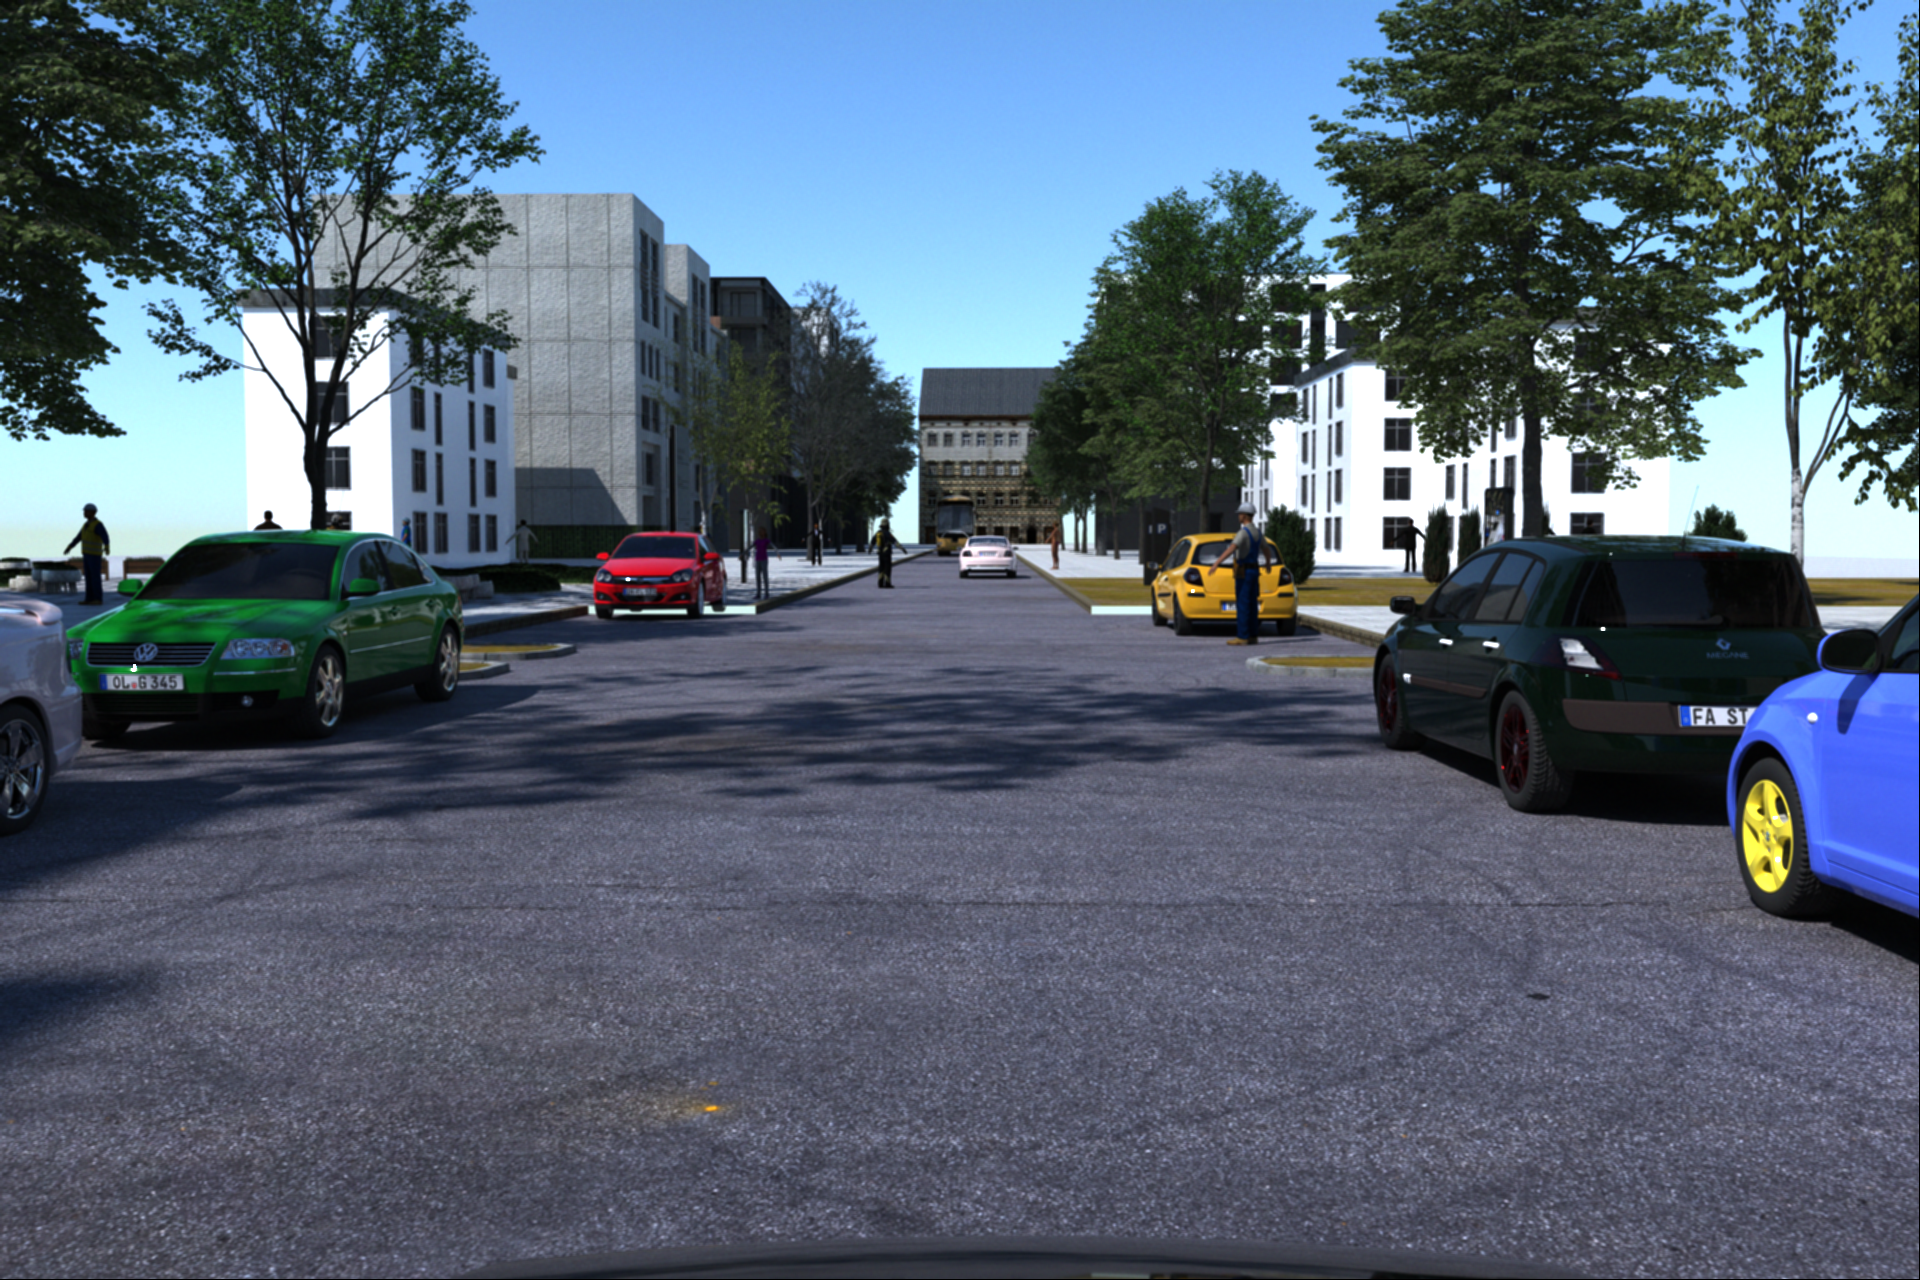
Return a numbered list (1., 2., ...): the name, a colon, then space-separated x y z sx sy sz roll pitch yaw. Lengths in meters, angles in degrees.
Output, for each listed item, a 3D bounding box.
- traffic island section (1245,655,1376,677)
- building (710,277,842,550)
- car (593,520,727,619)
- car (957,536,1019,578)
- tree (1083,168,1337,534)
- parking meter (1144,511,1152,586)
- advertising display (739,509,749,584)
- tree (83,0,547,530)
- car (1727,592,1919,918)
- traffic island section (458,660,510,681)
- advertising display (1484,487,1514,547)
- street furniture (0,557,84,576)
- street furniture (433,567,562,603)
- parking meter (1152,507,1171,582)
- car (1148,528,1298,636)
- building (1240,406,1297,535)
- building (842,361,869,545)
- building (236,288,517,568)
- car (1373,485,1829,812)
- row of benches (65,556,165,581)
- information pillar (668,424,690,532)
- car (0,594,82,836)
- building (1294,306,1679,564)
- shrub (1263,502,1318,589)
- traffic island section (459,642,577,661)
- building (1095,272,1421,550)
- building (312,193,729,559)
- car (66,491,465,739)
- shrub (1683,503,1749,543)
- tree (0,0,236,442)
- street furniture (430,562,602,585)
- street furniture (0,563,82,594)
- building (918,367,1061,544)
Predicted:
1. traffic island section: 4.069 0.279 18.306 1.991 0.108 1.994 0 4 1
2. building: -25.768 -18.979 154.281 27.936 21.610 32.646 0 4 1
3. car: -5.257 -1.323 30.677 2.155 1.783 4.494 0 4 0
4. car: 0.918 -2.753 57.376 2.083 1.381 4.827 0 4 1
5. tree: 7.124 -7.567 49.475 9.928 11.665 9.643 0 3 0
6. parking meter: 4.789 -2.290 43.148 0.399 1.863 0.255 0 4 -1
7. advertising display: -5.642 -2.451 45.295 0.123 1.923 0.974 0 4 0
8. tree: -10.973 -6.343 29.457 9.928 11.665 9.643 0 3 0
9. car: 3.836 0.257 5.391 1.945 1.707 3.694 0 4 1
10. traffic island section: -5.691 0.325 17.560 1.991 0.108 1.994 0 4 2
11. advertising display: 7.465 -1.151 24.035 0.123 1.923 0.974 0 4 1
12. street furniture: -29.141 -2.177 51.227 5.734 0.657 10.072 -1 4 -13
13. street furniture: -11.616 -1.252 36.091 5.734 0.657 10.072 0 4 -1
14. parking meter: 4.339 -1.932 37.302 0.399 1.863 0.255 0 4 -1
15. car: 3.867 -0.954 25.824 2.015 1.641 3.980 0 4 -1
16. building: 24.974 -10.475 113.419 9.099 9.664 28.070 0 4 1
17. building: -25.635 -21.809 200.544 27.936 21.610 32.646 0 4 1
18. building: -23.507 -8.028 73.402 9.099 9.664 28.070 0 4 2
19. car: 3.699 -0.033 10.322 2.009 1.686 4.222 0 4 0
20. row of benches: -22.903 -2.017 48.438 4.104 0.672 1.422 -2 4 -25
21. information pillar: -6.146 -2.853 37.963 0.184 3.620 1.656 0 4 1
22. car: -5.437 0.332 6.937 2.083 1.381 4.827 0 4 1
23. building: 22.090 -8.313 78.060 9.099 9.664 28.070 0 4 1
24. shrub: 7.451 -2.175 39.976 1.690 2.028 1.600 0 3 0
25. traffic island section: -5.649 0.144 20.517 1.991 0.108 1.994 0 4 1
26. building: 25.661 -18.833 151.895 27.936 21.610 32.646 0 4 1
27. building: -24.975 -14.655 106.060 16.747 18.905 31.486 0 4 1
28. car: -5.280 -0.289 13.522 1.959 1.807 4.718 0 4 1
29. shrub: 17.902 -2.246 41.135 1.690 2.028 1.600 0 3 0
30. tree: -11.922 -6.175 19.086 7.486 12.596 7.792 0 3 0
31. street furniture: -11.681 -1.941 47.368 10.072 0.657 5.734 2 4 32
32. street furniture: -23.291 -1.455 39.410 5.734 0.657 10.072 -2 4 -35
33. building: 4.190 -24.091 227.265 18.063 23.208 19.493 0 4 2
